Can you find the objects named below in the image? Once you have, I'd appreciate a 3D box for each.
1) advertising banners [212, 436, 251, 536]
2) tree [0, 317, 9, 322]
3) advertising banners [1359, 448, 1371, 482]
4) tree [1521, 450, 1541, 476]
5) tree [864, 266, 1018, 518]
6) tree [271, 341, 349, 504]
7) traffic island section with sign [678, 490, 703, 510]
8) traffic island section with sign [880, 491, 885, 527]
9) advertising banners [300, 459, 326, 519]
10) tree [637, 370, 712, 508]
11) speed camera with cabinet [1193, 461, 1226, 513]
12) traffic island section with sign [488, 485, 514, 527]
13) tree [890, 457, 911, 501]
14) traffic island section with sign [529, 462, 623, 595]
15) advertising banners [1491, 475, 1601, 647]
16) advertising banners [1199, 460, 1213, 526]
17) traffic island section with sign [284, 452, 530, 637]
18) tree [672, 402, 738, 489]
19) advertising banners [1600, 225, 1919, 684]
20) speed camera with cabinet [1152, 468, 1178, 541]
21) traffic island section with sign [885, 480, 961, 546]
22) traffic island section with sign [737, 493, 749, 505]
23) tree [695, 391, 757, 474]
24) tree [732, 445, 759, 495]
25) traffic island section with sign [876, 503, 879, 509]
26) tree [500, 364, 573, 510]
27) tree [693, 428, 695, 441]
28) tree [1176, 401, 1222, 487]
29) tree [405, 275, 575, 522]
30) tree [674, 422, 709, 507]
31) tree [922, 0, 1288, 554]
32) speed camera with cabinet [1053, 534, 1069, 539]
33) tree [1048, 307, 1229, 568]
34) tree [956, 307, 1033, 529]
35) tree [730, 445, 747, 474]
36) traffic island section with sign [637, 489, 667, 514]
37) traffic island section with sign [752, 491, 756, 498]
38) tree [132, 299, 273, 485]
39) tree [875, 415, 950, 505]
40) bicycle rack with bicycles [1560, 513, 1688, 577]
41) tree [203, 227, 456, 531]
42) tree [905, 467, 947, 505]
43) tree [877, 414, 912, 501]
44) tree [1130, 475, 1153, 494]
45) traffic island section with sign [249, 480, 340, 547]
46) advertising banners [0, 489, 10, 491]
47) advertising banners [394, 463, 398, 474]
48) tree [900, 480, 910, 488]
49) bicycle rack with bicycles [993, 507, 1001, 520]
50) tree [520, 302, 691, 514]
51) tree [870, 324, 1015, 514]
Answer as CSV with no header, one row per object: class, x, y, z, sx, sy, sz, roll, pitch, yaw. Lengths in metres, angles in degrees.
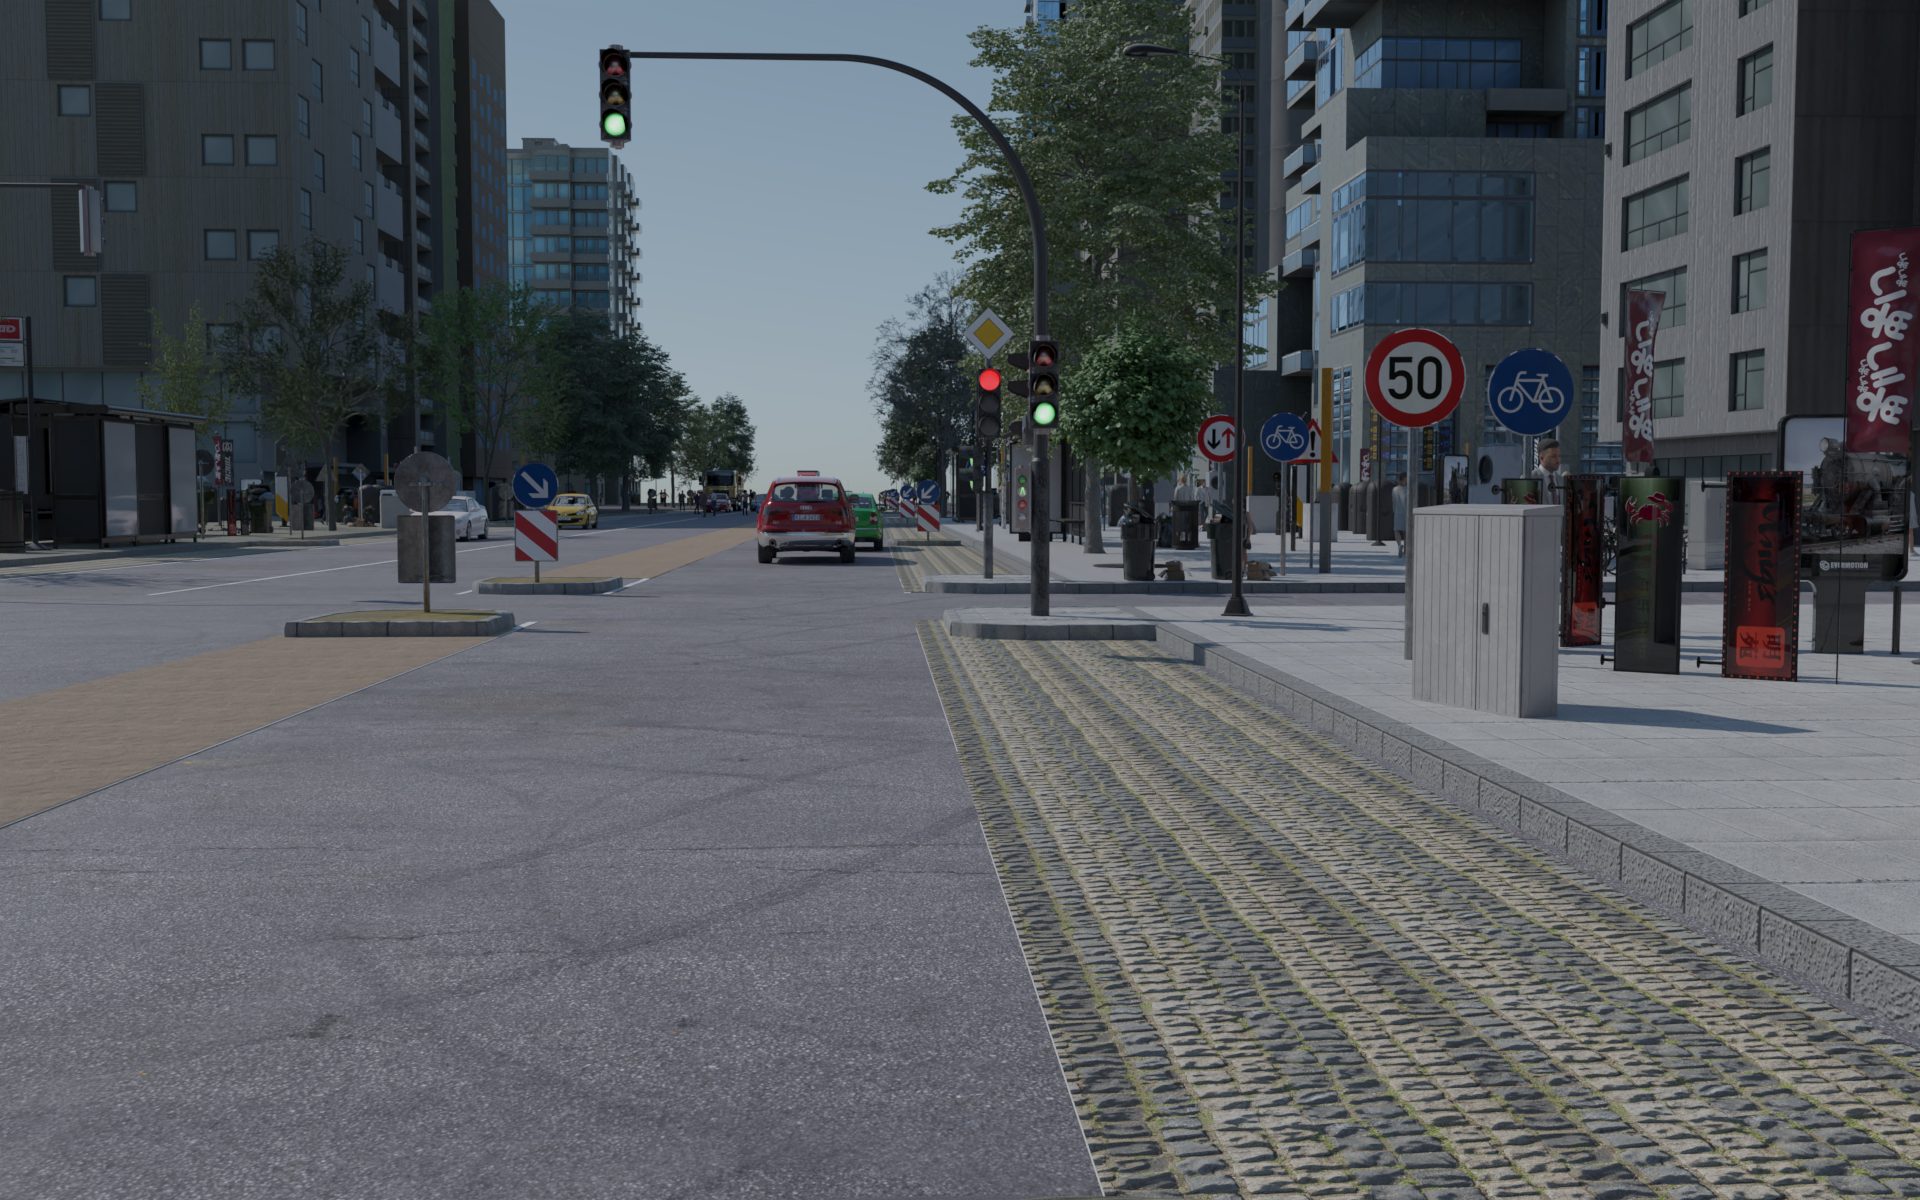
advertising banners,-22.269,-3.471,52.937,0.090,3.025,2.074,0,4,7
tree,-20.135,-4.982,31.825,4.360,8.622,3.978,0,3,0
advertising banners,14.806,-4.298,66.453,2.074,3.025,0.090,0,4,5
tree,19.391,-3.913,58.580,1.663,3.219,1.824,0,3,0
tree,-0.773,-11.179,93.148,12.009,13.543,11.850,0,3,0
tree,-31.634,-8.118,83.087,4.737,8.622,4.395,0,3,0
traffic island section with sign,-23.671,-8.784,152.238,1.989,1.847,2.006,0,4,-3
traffic island section with sign,-2.431,-4.124,76.054,1.989,1.847,2.006,0,4,-3
advertising banners,-32.948,-5.641,88.421,0.090,3.025,2.074,1,4,23
tree,-26.756,-14.705,158.545,7.486,12.596,7.792,0,3,0
speed camera with cabinet,9.513,-4.566,68.992,2.038,3.252,0.660,0,4,-7
traffic island section with sign,-19.726,-4.068,75.147,1.989,1.847,2.006,0,4,-3
tree,-6.110,-14.715,190.956,4.360,8.622,3.978,0,3,0
traffic island section with sign,-6.142,-1.068,25.605,2.006,1.907,1.989,0,4,-3
advertising banners,5.217,-1.121,14.521,2.074,3.025,0.090,-2,4,-31
advertising banners,9.758,-4.548,70.552,2.074,3.025,0.090,-3,4,-36
traffic island section with sign,-5.773,-0.616,18.207,2.006,1.907,1.989,0,4,-3
tree,-28.742,-16.405,193.979,9.928,11.665,9.643,0,3,0
advertising banners,5.494,-0.960,11.885,2.074,3.025,0.090,3,4,38
speed camera with cabinet,5.480,-3.170,46.170,0.660,3.252,2.038,1,4,9
traffic island section with sign,-1.016,-2.429,48.349,1.989,1.847,2.006,0,4,-3
traffic island section with sign,-26.502,-12.179,207.757,1.989,1.847,2.006,0,4,-3
tree,-29.739,-18.935,216.238,9.857,13.997,8.962,0,3,0
tree,-30.179,-17.782,241.093,4.737,8.622,4.395,0,3,0
traffic island section with sign,-4.916,-7.106,124.808,1.989,1.847,2.006,0,4,-3
tree,-23.242,-8.907,95.996,4.737,8.622,4.395,0,3,0
tree,-25.733,-13.873,133.480,9.857,13.997,8.962,0,3,0
tree,10.358,-8.118,83.099,4.360,8.622,3.978,0,3,0
tree,-22.125,-9.509,81.226,9.928,11.665,9.643,0,3,0
tree,-27.179,-13.674,173.932,4.360,8.622,3.978,0,3,0
tree,3.036,-7.250,36.659,7.486,12.596,7.792,0,3,0
speed camera with cabinet,2.471,-3.356,49.202,0.660,3.252,2.038,2,4,25
tree,3.148,-2.857,30.429,4.285,4.588,4.351,0,3,0
tree,1.836,-6.919,63.488,4.737,8.622,4.395,0,3,0
tree,-32.114,-18.320,249.894,4.360,8.622,3.978,0,3,0
traffic island section with sign,-22.287,-7.137,125.318,1.989,1.847,2.006,0,4,-3
traffic island section with sign,-27.883,-13.826,234.677,1.989,1.847,2.006,0,4,-3
tree,-29.479,-7.067,65.900,4.737,8.622,4.395,0,3,0
tree,-4.464,-14.429,170.325,8.767,10.594,7.601,-3,4,-36
bicycle rack with bicycles,10.352,-0.884,27.843,2.852,0.926,2.925,-2,4,-26
tree,-21.879,-7.694,60.206,8.767,10.594,7.601,-1,4,-17
tree,-2.868,-9.758,143.255,4.285,4.588,4.351,0,3,0
tree,-5.874,-16.896,202.010,9.928,11.665,9.643,0,3,0
tree,9.915,-6.045,93.441,1.663,3.219,1.824,0,3,0
traffic island section with sign,-18.329,-2.402,47.906,1.989,1.847,2.006,0,4,-3
advertising banners,-33.952,-4.031,62.095,2.074,3.025,0.090,0,4,-7
advertising banners,-31.015,-6.226,97.980,2.074,3.025,0.090,0,4,6
tree,-7.359,-14.696,234.886,1.663,3.219,1.824,0,3,0
bicycle rack with bicycles,2.867,-4.415,85.571,2.925,0.926,2.852,-1,4,-22
tree,-24.142,-12.675,113.886,9.857,13.997,8.962,0,3,0
tree,-1.208,-11.919,111.887,9.611,12.733,9.660,0,3,0
